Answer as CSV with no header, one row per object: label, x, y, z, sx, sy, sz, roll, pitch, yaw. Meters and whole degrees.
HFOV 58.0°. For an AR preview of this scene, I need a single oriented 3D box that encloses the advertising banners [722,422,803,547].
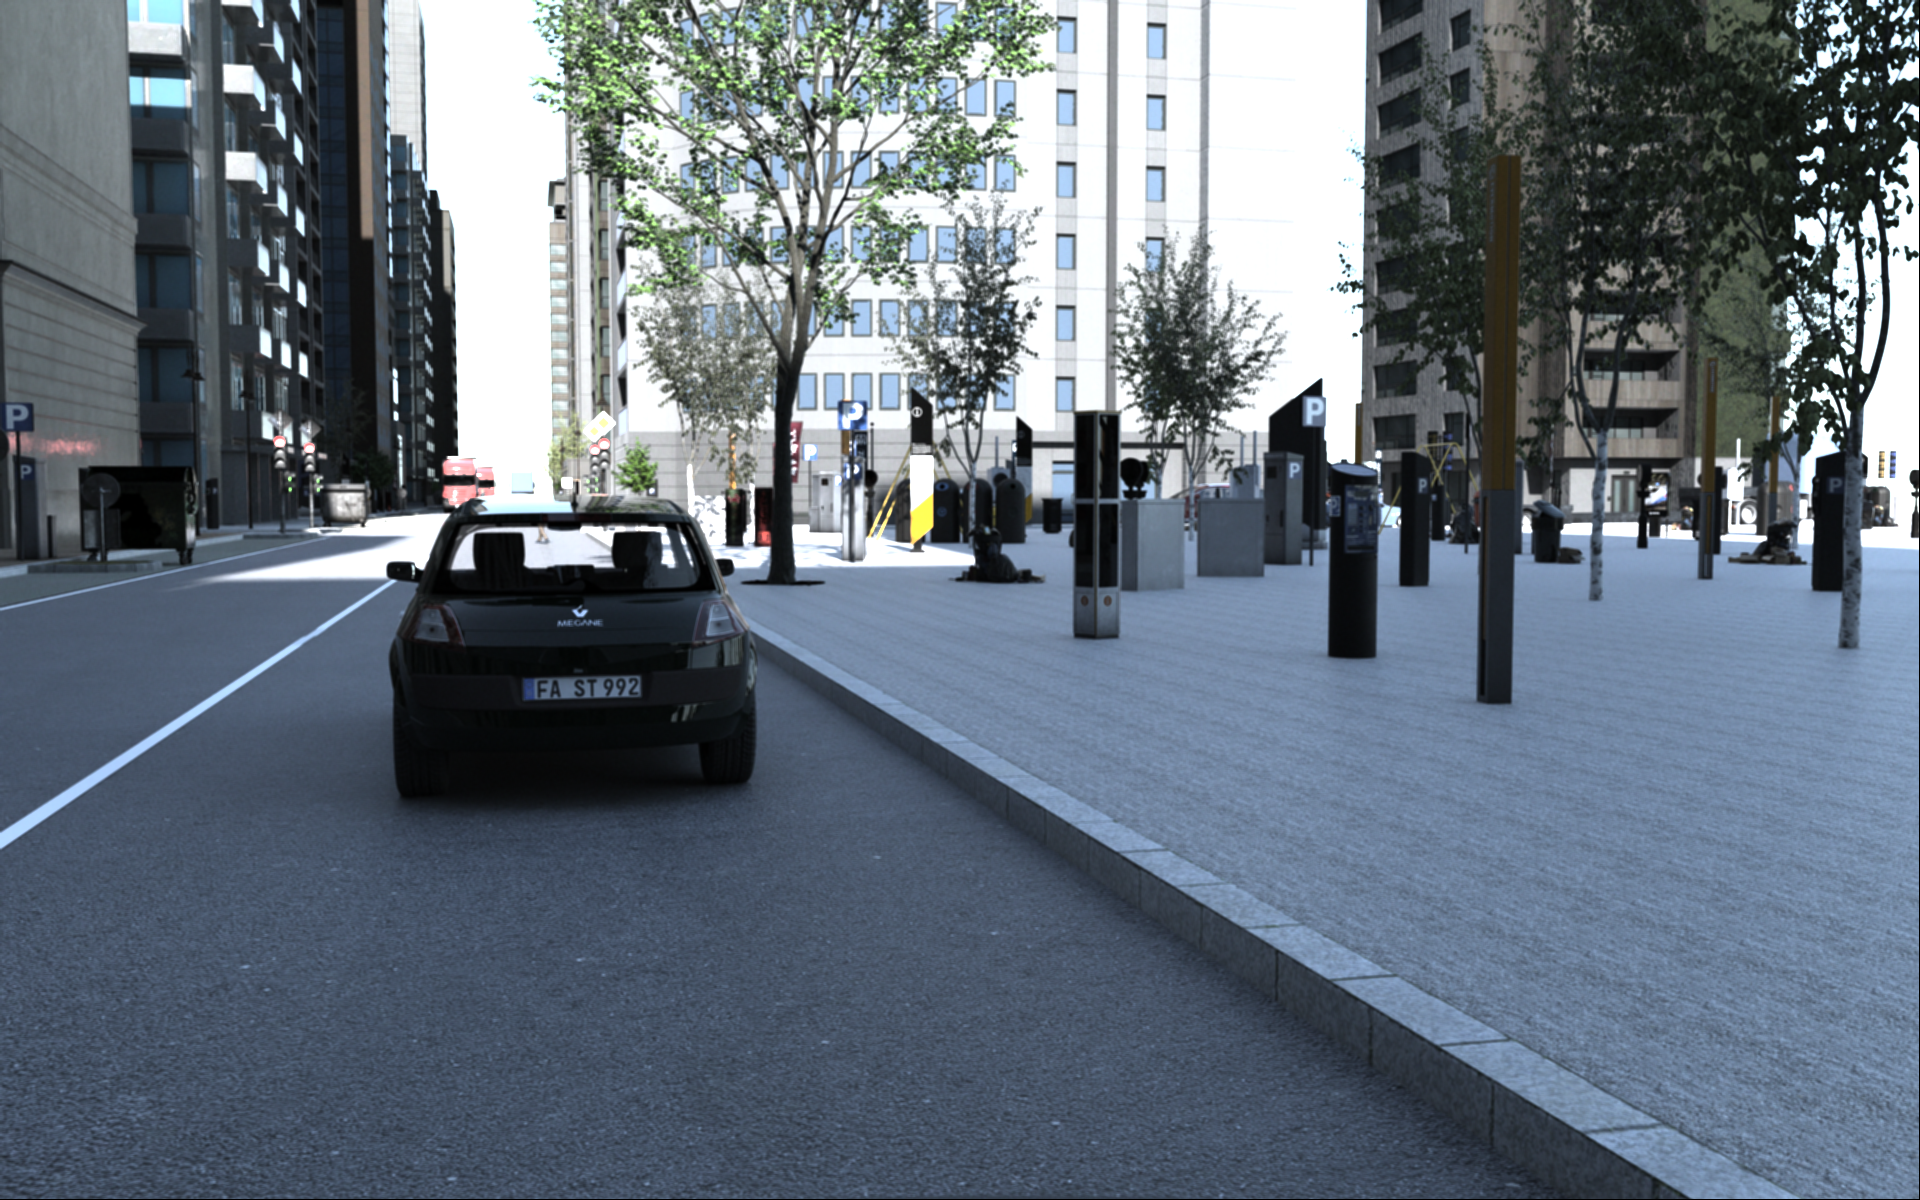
advertising banners,-4.797,-2.805,42.051,2.074,3.025,0.090,1,4,13

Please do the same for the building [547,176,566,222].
building,-52.558,-42.506,284.206,28.713,52.752,27.495,-1,4,-14

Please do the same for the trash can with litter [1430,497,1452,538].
trash can with litter,14.513,-2.421,50.636,2.233,1.210,1.678,0,4,-1

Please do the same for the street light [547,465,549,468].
street light,-50.485,-14.719,213.444,0.468,5.910,1.993,-1,4,-14

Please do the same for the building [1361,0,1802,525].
building,28.357,-18.927,81.155,14.107,30.474,14.160,-1,4,-14

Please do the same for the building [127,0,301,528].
building,-41.338,-27.841,74.801,23.786,49.044,30.456,-1,4,-14

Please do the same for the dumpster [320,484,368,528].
dumpster,-26.027,-3.979,73.277,1.865,1.857,1.264,-1,4,-13

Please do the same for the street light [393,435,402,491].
street light,-44.823,-10.135,138.500,0.468,5.910,1.993,-1,4,-14

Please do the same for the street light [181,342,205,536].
street light,-23.405,-4.906,52.996,0.468,5.910,1.993,-1,4,-14

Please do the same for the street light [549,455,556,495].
street light,-41.857,-12.582,178.508,0.468,5.910,1.993,-1,4,-14

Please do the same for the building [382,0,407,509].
building,-63.519,-51.862,160.617,22.319,86.520,31.000,-1,4,-14

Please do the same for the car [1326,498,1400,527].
car,16.487,-3.614,71.094,4.499,1.417,2.014,-1,4,-12

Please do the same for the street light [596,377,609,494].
street light,-14.108,-5.842,68.307,0.468,5.910,1.993,-1,4,-14

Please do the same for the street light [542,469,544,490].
street light,-62.043,-17.505,258.988,0.468,5.910,1.993,-1,4,-14

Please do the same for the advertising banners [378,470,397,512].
advertising banners,-42.103,-8.036,127.572,0.090,3.025,2.074,1,4,22

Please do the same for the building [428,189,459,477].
building,-91.378,-39.853,275.295,21.300,48.544,21.600,-1,4,-14

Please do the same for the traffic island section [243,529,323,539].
traffic island section,-22.106,-2.093,56.499,2.009,0.180,2.903,-1,4,-14

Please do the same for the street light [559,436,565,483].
street light,-33.012,-10.449,143.626,0.468,5.910,1.993,-1,4,-14

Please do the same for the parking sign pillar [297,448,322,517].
parking sign pillar,-37.018,-6.722,98.379,1.447,3.967,1.447,1,4,21

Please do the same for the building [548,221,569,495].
building,-54.883,-35.396,262.313,14.154,41.232,14.086,-1,4,-14

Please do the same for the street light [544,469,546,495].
street light,-53.179,-15.372,224.111,0.468,5.910,1.993,-1,4,-14

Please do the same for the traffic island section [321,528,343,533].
traffic island section,-24.054,-2.567,64.244,2.009,0.180,2.903,-1,4,-14

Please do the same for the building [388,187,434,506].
building,-74.541,-30.317,187.565,32.217,40.220,23.993,-1,4,-14

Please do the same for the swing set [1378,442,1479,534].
swing set,14.884,-3.439,53.852,2.862,2.851,3.119,0,4,-4

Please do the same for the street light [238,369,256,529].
street light,-26.204,-5.568,63.823,0.468,5.910,1.993,-1,4,-14

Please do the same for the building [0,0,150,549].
building,-37.765,-12.852,43.407,30.059,22.955,16.112,-1,4,-14

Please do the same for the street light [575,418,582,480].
street light,-22.745,-7.979,103.240,0.468,5.910,1.993,-1,4,-14

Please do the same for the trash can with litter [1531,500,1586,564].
trash can with litter,11.182,-1.279,32.292,0.624,1.170,1.055,-2,4,-33

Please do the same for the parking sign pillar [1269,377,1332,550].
parking sign pillar,7.898,-3.183,40.517,1.447,3.967,1.447,2,4,35

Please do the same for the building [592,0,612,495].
building,-13.692,-20.001,98.715,14.160,30.474,14.107,-1,4,-14

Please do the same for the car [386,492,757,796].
car,-2.210,0.002,9.752,2.009,1.686,4.222,-1,4,-14

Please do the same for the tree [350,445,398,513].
tree,-39.338,-8.089,115.967,4.285,4.588,4.351,0,3,0

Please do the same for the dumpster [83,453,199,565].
dumpster,-16.409,-1.822,34.735,1.985,2.255,1.502,-1,4,-15

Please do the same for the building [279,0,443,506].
building,-86.428,-49.900,254.113,20.563,71.187,20.611,-1,4,-14

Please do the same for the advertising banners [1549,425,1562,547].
advertising banners,13.977,-2.722,40.690,0.090,3.025,2.074,1,4,13

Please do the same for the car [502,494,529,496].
car,-19.778,-4.000,77.202,2.131,1.459,4.920,-1,4,-15

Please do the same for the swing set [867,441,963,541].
swing set,-1.072,-3.110,48.474,2.862,2.851,3.119,0,4,-7

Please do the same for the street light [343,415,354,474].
street light,-34.887,-7.715,98.920,0.468,5.910,1.993,-1,4,-14

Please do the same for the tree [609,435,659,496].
tree,-10.762,-3.836,57.327,1.663,3.219,1.824,0,3,0

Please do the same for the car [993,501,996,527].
car,0.453,-3.508,67.575,3.980,1.641,2.015,-1,4,-13

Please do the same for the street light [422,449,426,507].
street light,-53.836,-12.320,174.218,0.468,5.910,1.993,-1,4,-14

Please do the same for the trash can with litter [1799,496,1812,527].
trash can with litter,33.755,-3.558,69.236,2.233,1.210,1.678,-1,4,-20

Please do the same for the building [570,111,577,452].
building,-34.447,-32.813,186.598,14.600,45.320,14.200,-1,4,-14

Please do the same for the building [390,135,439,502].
building,-82.060,-37.309,229.607,23.786,49.044,30.456,-1,4,-14

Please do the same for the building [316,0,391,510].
building,-54.370,-30.010,140.777,14.600,45.320,14.200,-1,4,-14

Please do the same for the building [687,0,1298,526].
building,-1.710,-32.924,80.308,28.212,58.520,21.231,-1,4,-14

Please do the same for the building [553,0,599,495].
building,-47.388,-49.368,245.423,20.563,71.187,20.611,-1,4,-14

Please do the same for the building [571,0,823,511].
building,-26.374,-38.180,166.245,21.231,58.520,28.212,-1,4,-14

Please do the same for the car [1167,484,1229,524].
car,9.540,-3.613,67.753,5.304,1.827,2.281,-1,4,-15

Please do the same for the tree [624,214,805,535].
tree,-7.006,-5.834,45.755,4.360,8.622,3.978,0,3,0

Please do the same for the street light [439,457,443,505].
street light,-62.580,-14.455,209.125,0.468,5.910,1.993,-1,4,-14

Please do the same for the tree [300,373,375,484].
tree,-37.401,-9.412,104.240,4.360,8.622,3.978,0,3,0
